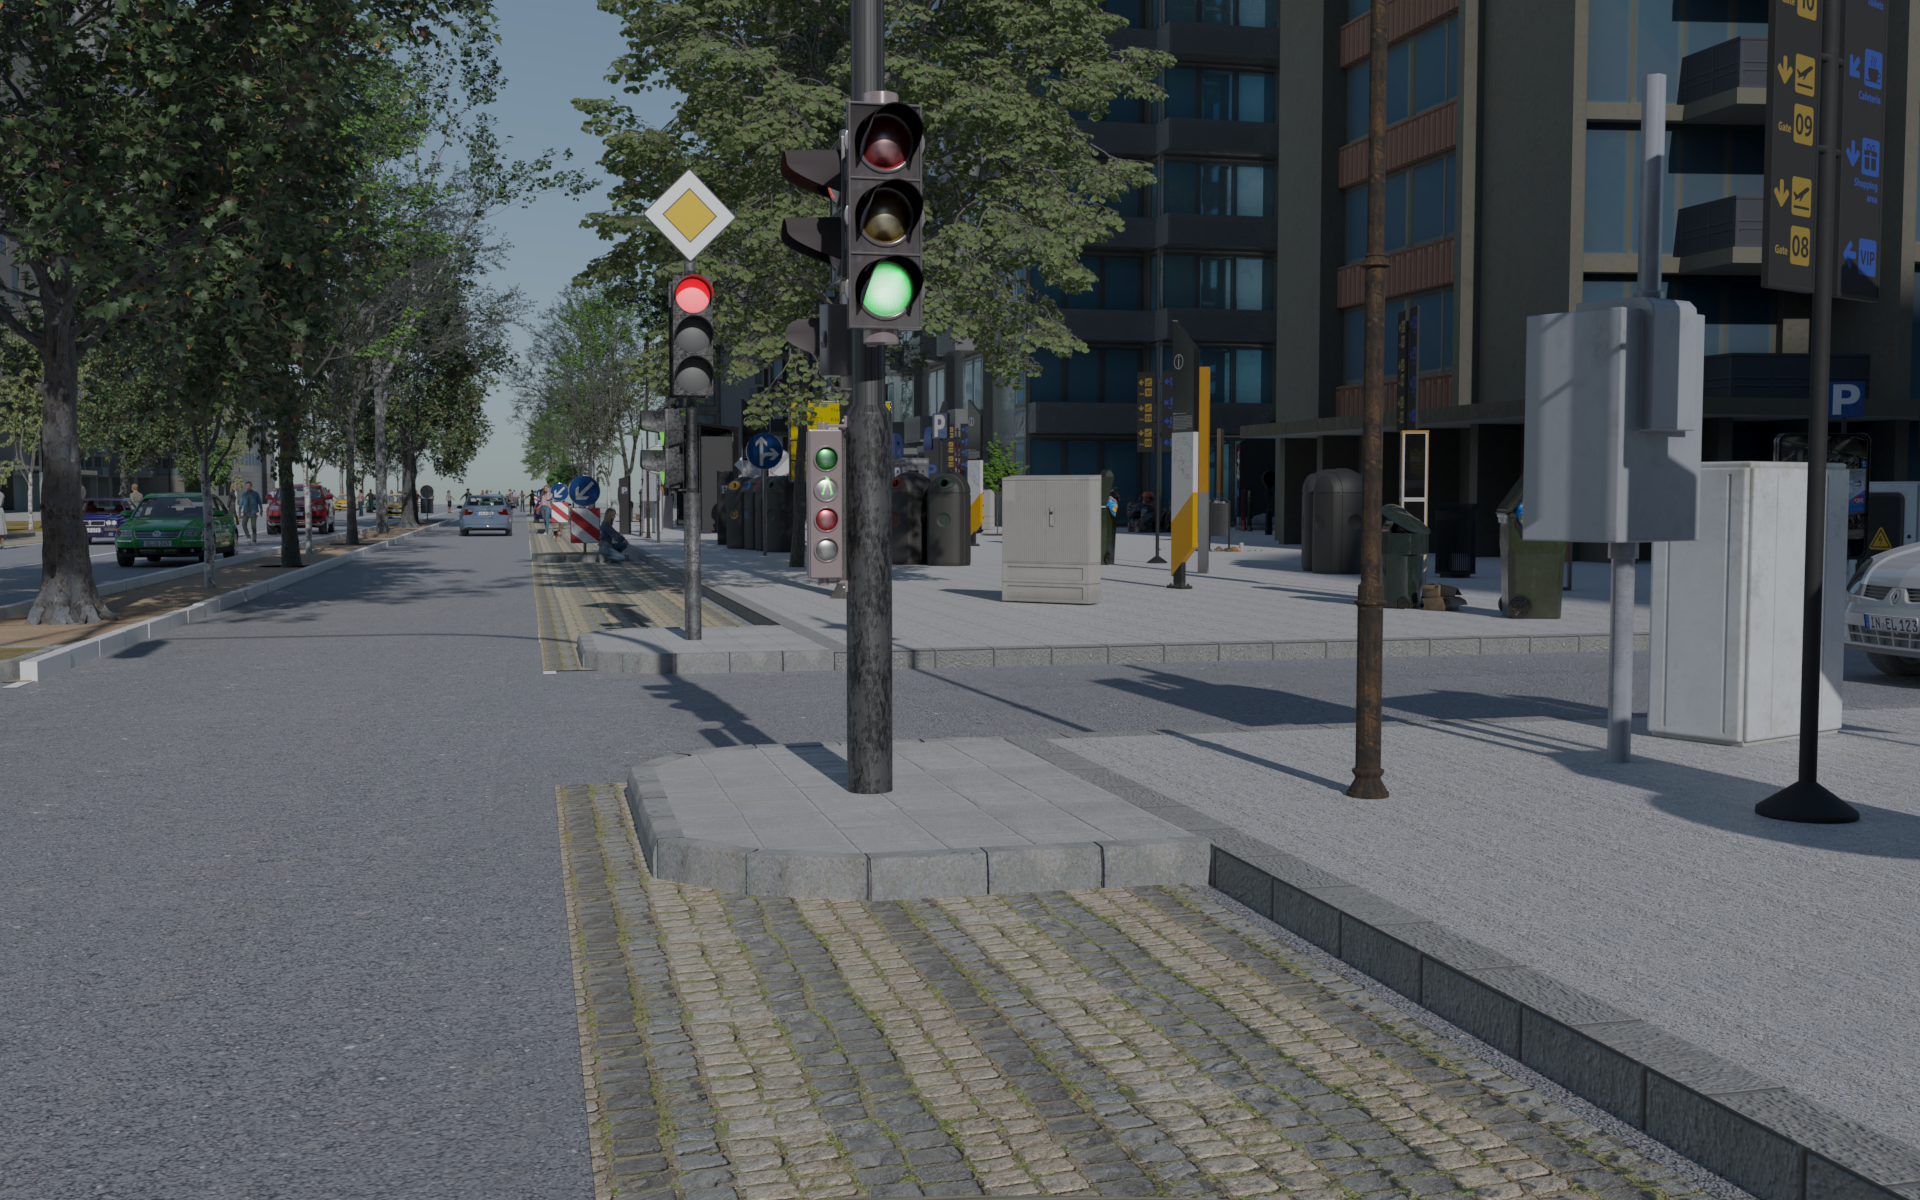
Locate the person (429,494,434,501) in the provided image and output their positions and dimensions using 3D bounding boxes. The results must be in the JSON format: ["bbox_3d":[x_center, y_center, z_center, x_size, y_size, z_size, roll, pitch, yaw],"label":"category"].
[{"bbox_3d":[-43.311,-8.151,141.770,0.705,1.824,1.348,0,4,8],"label":"person"}]

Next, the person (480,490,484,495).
[{"bbox_3d":[-47.505,-10.038,172.556,0.705,1.831,1.348,2,4,29],"label":"person"}]

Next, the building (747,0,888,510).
[{"bbox_3d":[-5.487,-29.673,139.784,22.147,44.769,28.867,-1,4,-14],"label":"building"}]

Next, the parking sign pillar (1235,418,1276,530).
[{"bbox_3d":[10.572,-4.487,61.833,1.447,3.967,1.447,0,4,-1],"label":"parking sign pillar"}]

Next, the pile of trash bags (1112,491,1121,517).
[{"bbox_3d":[3.573,-2.898,57.140,3.447,1.369,1.912,0,4,6],"label":"pile of trash bags"}]

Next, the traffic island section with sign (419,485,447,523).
[{"bbox_3d":[-26.599,-4.781,86.305,2.006,1.907,1.989,-1,4,-14],"label":"traffic island section with sign"}]

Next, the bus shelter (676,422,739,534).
[{"bbox_3d":[-8.655,-4.142,59.000,1.731,3.624,6.357,-1,4,-14],"label":"bus shelter"}]

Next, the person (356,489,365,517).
[{"bbox_3d":[-38.311,-6.195,110.497,1.217,1.736,0.721,3,4,37],"label":"person"}]

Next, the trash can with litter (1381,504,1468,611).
[{"bbox_3d":[5.165,-0.487,19.344,0.624,1.170,1.055,-3,5,-44],"label":"trash can with litter"}]

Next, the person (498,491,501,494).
[{"bbox_3d":[-58.377,-12.903,219.469,0.705,1.822,1.348,3,5,43],"label":"person"}]

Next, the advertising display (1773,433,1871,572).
[{"bbox_3d":[9.123,-0.805,18.378,0.974,1.923,0.123,0,4,0],"label":"advertising display"}]

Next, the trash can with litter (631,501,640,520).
[{"bbox_3d":[-16.052,-4.503,85.006,1.055,1.170,0.624,0,4,-5],"label":"trash can with litter"}]

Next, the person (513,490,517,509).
[{"bbox_3d":[-43.470,-9.809,168.742,0.599,1.838,0.709,2,4,25],"label":"person"}]

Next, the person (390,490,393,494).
[{"bbox_3d":[-41.197,-7.112,125.497,1.217,1.735,0.721,0,4,-5],"label":"person"}]

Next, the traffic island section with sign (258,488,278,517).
[{"bbox_3d":[-42.481,-6.060,107.705,1.989,1.847,2.006,-1,4,-14],"label":"traffic island section with sign"}]

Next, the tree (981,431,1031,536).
[{"bbox_3d":[1.075,-3.614,53.695,1.663,3.219,1.824,0,3,0],"label":"tree"}]

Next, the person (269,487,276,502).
[{"bbox_3d":[-39.334,-5.566,99.367,0.709,1.838,0.599,-2,4,-25],"label":"person"}]

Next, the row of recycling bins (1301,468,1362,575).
[{"bbox_3d":[6.265,-1.353,29.229,1.069,1.692,3.534,0,4,7],"label":"row of recycling bins"}]

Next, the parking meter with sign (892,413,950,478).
[{"bbox_3d":[-1.077,-2.486,36.900,1.738,3.016,0.543,-3,4,-36],"label":"parking meter with sign"}]

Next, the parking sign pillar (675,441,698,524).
[{"bbox_3d":[-11.733,-5.324,75.519,1.447,3.967,1.447,1,4,10],"label":"parking sign pillar"}]

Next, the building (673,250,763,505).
[{"bbox_3d":[-28.378,-26.981,212.834,14.160,30.474,14.107,-1,4,-14],"label":"building"}]

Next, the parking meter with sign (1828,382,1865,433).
[{"bbox_3d":[13.943,-1.929,27.807,0.543,3.016,1.738,1,4,13],"label":"parking meter with sign"}]

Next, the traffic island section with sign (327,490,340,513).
[{"bbox_3d":[-49.064,-7.661,133.881,1.989,1.847,2.006,-1,4,-14],"label":"traffic island section with sign"}]

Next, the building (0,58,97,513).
[{"bbox_3d":[-78.183,-32.448,119.760,28.713,52.752,27.495,-1,4,-14],"label":"building"}]

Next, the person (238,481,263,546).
[{"bbox_3d":[-19.612,-2.388,47.889,0.601,1.785,0.444,0,4,-4],"label":"person"}]

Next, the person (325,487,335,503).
[{"bbox_3d":[-36.884,-5.642,100.715,1.348,1.831,0.705,2,4,30],"label":"person"}]

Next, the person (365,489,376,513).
[{"bbox_3d":[-44.320,-7.450,130.328,1.348,1.821,0.705,1,4,16],"label":"person"}]

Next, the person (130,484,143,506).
[{"bbox_3d":[-26.224,-2.812,55.032,0.362,1.759,0.519,1,4,23],"label":"person"}]

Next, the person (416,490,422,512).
[{"bbox_3d":[-43.404,-7.900,138.190,1.217,1.766,0.721,1,4,21],"label":"person"}]

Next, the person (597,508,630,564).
[{"bbox_3d":[-7.031,-1.312,35.447,0.738,1.151,1.012,0,4,0],"label":"person"}]

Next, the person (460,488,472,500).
[{"bbox_3d":[-36.328,-7.331,127.989,1.348,1.869,0.705,-2,4,-33],"label":"person"}]

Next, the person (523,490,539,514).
[{"bbox_3d":[-28.394,-6.464,114.908,1.217,1.735,0.721,-2,4,-24],"label":"person"}]

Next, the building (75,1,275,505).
[{"bbox_3d":[-96.125,-40.748,208.231,21.231,58.520,28.212,-1,4,-14],"label":"building"}]

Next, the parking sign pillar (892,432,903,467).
[{"bbox_3d":[-2.196,-4.111,55.683,1.447,3.967,1.447,1,4,12],"label":"parking sign pillar"}]

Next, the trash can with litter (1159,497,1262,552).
[{"bbox_3d":[5.570,-1.717,39.131,2.233,1.210,1.678,3,4,38],"label":"trash can with litter"}]

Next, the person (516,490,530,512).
[{"bbox_3d":[-35.289,-7.986,139.796,1.217,1.735,0.721,-3,4,-38],"label":"person"}]

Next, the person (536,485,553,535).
[{"bbox_3d":[-14.511,-3.158,60.725,0.593,1.750,0.643,1,4,23],"label":"person"}]

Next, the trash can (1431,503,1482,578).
[{"bbox_3d":[7.618,-0.915,26.614,0.748,1.137,0.748,0,3,0],"label":"trash can"}]

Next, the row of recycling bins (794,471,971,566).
[{"bbox_3d":[-1.302,-1.515,31.881,3.534,1.692,1.069,2,4,34],"label":"row of recycling bins"}]

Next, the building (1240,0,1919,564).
[{"bbox_3d":[21.985,-23.738,42.736,28.867,44.769,22.147,-1,4,-14],"label":"building"}]

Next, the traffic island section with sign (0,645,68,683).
[{"bbox_3d":[-8.270,-0.324,13.428,2.006,1.907,1.989,-1,4,-14],"label":"traffic island section with sign"}]

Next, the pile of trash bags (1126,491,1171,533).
[{"bbox_3d":[6.584,-2.999,58.792,1.912,1.369,3.447,0,4,-4],"label":"pile of trash bags"}]

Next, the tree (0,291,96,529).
[{"bbox_3d":[-33.814,-6.888,62.979,4.737,8.622,4.395,0,3,0],"label":"tree"}]

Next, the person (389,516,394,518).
[{"bbox_3d":[-34.181,-5.640,103.979,1.065,1.426,0.557,3,4,39],"label":"person"}]

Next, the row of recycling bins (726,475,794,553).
[{"bbox_3d":[-4.429,-1.984,39.547,1.069,1.692,3.534,-2,4,-26],"label":"row of recycling bins"}]

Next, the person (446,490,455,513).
[{"bbox_3d":[-38.748,-7.485,131.666,0.721,1.735,1.217,1,4,13],"label":"person"}]

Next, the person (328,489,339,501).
[{"bbox_3d":[-45.284,-7.078,124.314,1.350,1.814,0.705,-1,4,-12],"label":"person"}]

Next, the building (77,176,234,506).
[{"bbox_3d":[-95.003,-29.989,182.209,32.217,40.220,23.993,-1,4,-14],"label":"building"}]

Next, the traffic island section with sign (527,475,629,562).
[{"bbox_3d":[-8.169,-1.741,37.092,1.989,1.847,2.006,-1,4,-14],"label":"traffic island section with sign"}]

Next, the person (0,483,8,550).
[{"bbox_3d":[-24.964,-2.186,44.805,0.524,1.755,0.480,0,4,2],"label":"person"}]

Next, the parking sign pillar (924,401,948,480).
[{"bbox_3d":[-0.691,-3.746,49.716,1.447,3.967,1.447,1,4,12],"label":"parking sign pillar"}]

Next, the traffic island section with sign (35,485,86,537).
[{"bbox_3d":[-30.294,-3.093,59.205,1.989,1.847,2.006,-1,4,-14],"label":"traffic island section with sign"}]

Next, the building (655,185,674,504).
[{"bbox_3d":[-29.844,-35.498,235.013,22.147,44.769,28.867,-1,4,-14],"label":"building"}]

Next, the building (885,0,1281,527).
[{"bbox_3d":[8.599,-28.100,79.041,23.786,49.044,30.456,-1,4,-14],"label":"building"}]

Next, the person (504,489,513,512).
[{"bbox_3d":[-29.969,-6.468,114.785,0.750,1.759,0.617,0,4,-7],"label":"person"}]

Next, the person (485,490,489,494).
[{"bbox_3d":[-32.899,-6.822,120.767,1.217,1.743,0.721,-3,5,-40],"label":"person"}]

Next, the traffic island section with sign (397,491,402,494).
[{"bbox_3d":[-69.317,-12.591,214.487,1.989,1.847,2.006,-1,4,-14],"label":"traffic island section with sign"}]

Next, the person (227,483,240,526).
[{"bbox_3d":[-23.964,-2.925,56.537,0.699,1.804,1.509,1,4,14],"label":"person"}]

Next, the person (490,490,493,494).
[{"bbox_3d":[-51.363,-11.072,189.401,0.599,1.838,0.709,0,4,3],"label":"person"}]
